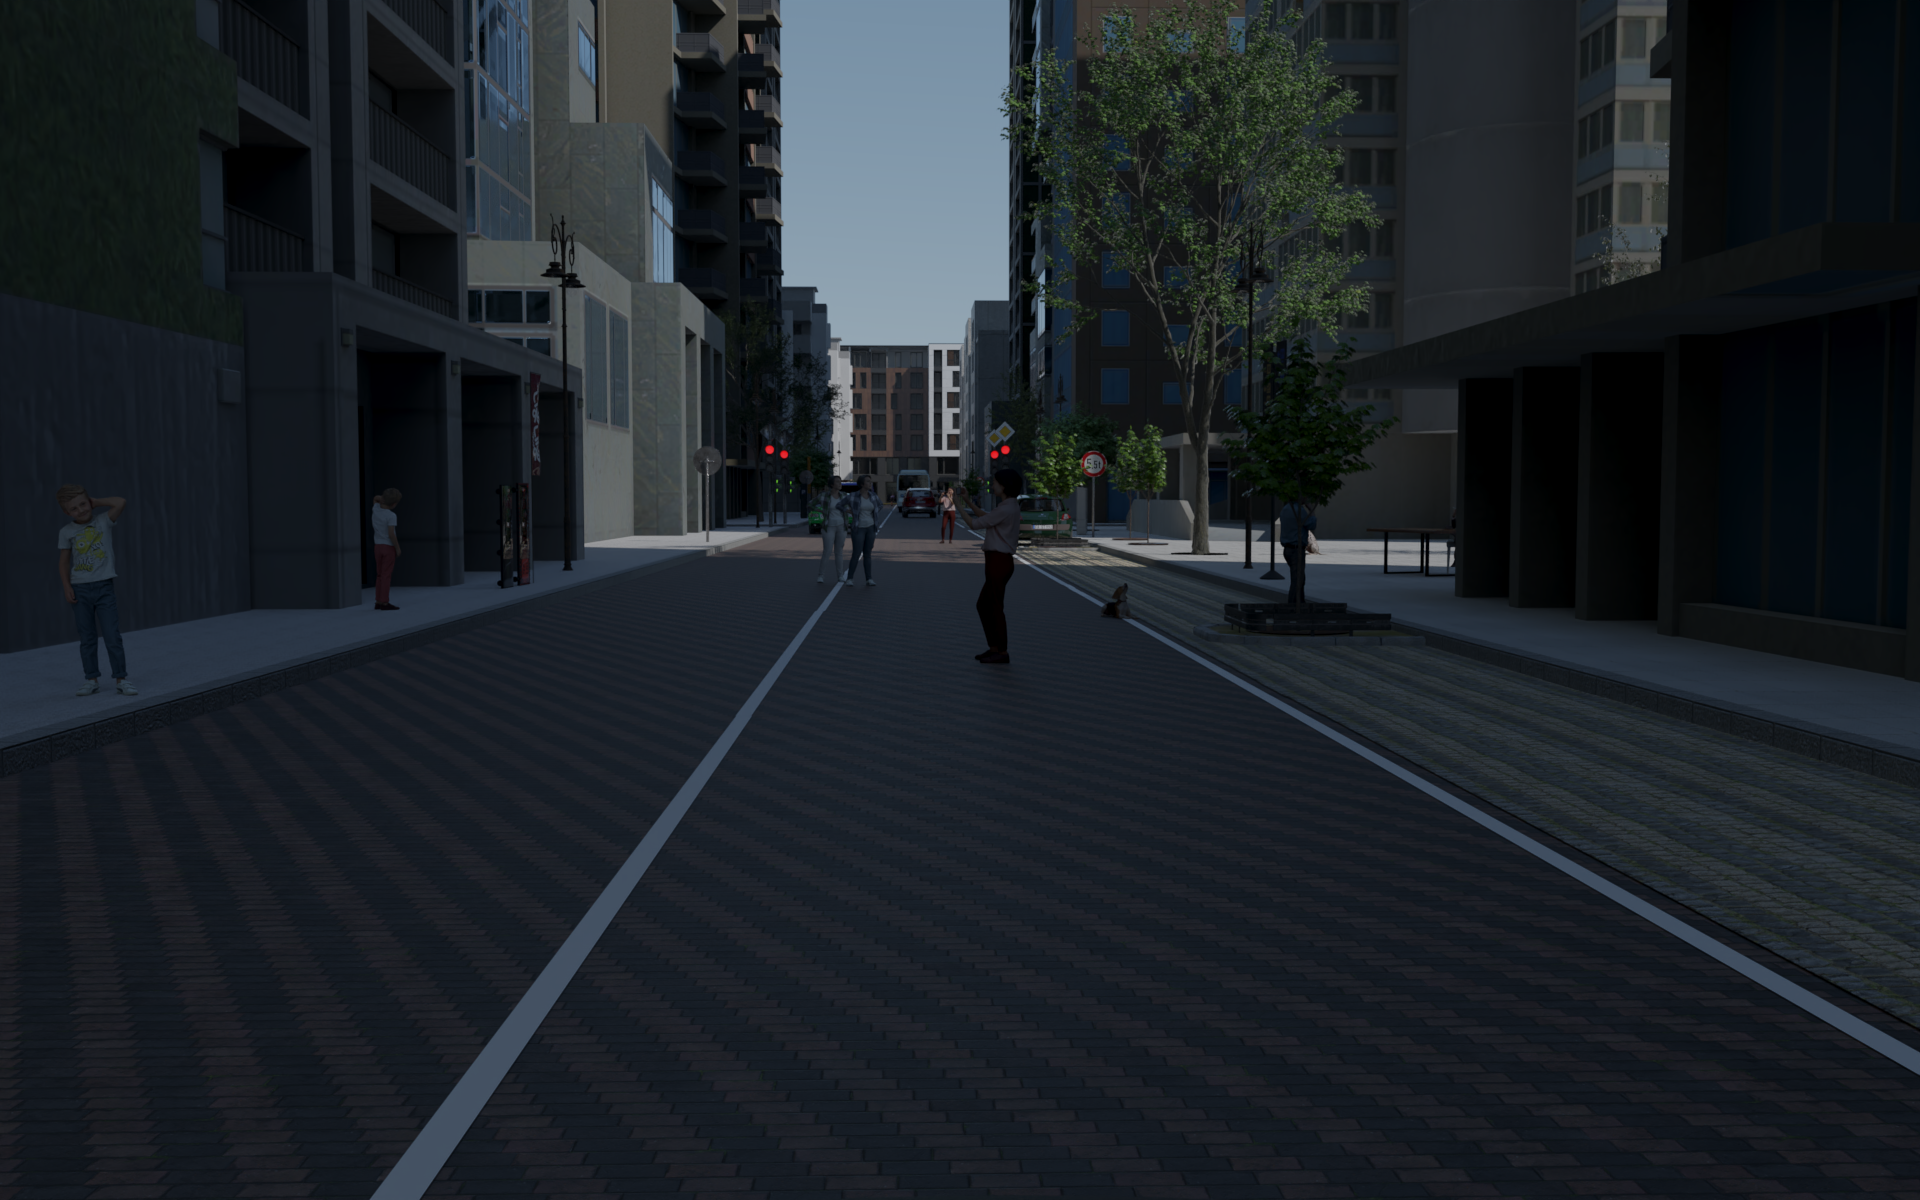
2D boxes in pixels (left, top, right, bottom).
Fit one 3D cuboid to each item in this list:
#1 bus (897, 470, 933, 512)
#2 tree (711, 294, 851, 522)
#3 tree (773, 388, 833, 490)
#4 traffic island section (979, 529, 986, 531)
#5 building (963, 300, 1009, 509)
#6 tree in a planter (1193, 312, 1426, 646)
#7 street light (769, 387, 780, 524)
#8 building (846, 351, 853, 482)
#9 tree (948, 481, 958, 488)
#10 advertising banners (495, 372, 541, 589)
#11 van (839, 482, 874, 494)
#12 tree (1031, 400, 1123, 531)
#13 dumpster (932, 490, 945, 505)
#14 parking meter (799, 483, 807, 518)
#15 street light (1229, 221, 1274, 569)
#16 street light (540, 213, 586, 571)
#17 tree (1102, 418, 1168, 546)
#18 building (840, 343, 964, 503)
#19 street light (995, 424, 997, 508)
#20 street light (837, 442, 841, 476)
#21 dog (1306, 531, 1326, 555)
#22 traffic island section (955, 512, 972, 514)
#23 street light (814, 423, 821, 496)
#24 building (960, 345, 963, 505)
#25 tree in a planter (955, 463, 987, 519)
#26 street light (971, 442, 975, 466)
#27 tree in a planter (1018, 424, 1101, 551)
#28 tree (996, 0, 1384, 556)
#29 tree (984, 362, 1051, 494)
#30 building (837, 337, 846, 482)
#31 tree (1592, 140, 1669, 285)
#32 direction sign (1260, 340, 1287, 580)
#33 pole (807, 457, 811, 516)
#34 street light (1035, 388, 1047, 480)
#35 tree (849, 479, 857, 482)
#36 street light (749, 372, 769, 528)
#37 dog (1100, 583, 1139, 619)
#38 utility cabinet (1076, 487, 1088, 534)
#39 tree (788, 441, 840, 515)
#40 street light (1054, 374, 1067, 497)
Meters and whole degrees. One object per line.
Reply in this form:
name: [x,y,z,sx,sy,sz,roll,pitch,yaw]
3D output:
bus: [-3.653,-8.817,139.025,2.948,3.499,13.247,0,4,-1]
tree: [-9.252,-8.924,80.320,8.767,10.594,7.601,-1,4,-9]
tree: [-10.892,-10.331,119.279,4.737,8.622,4.395,0,3,0]
traffic island section: [1.503,-3.228,75.066,2.009,0.180,2.903,0,4,-2]
building: [9.429,-18.371,166.820,16.747,18.905,31.486,0,4,-2]
tree in a planter: [3.368,-1.217,17.120,1.991,3.239,1.994,0,4,-2]
street light: [-8.007,-6.244,74.877,0.468,5.910,1.993,0,4,-2]
building: [-20.820,-21.413,206.523,16.016,20.091,11.380,0,4,-2]
tree: [-1.164,-14.249,227.569,1.663,3.219,1.824,0,3,0]
advertising banners: [-6.156,-1.720,24.305,0.090,3.025,2.074,0,4,3]
van: [-5.310,-5.093,87.657,2.240,2.365,5.245,0,4,-1]
tree: [4.104,-4.704,60.630,4.285,4.588,4.351,0,3,0]
dumpster: [-2.603,-11.630,198.363,1.865,1.857,1.264,0,4,-2]
parking meter: [-8.251,-5.234,91.293,0.399,1.863,0.255,0,4,0]
street light: [4.954,-3.475,29.596,0.468,5.910,1.993,0,4,-2]
street light: [-6.578,-3.430,28.864,0.468,5.910,1.993,0,4,-2]
tree: [4.804,-3.003,43.708,1.663,3.219,1.824,0,3,0]
building: [-6.829,-24.726,248.244,32.646,21.610,27.936,0,4,-2]
street light: [2.339,-8.554,112.653,0.468,5.910,1.993,0,4,-2]
street light: [-10.400,-10.787,149.162,0.468,5.910,1.993,0,4,-2]
dog: [7.430,-1.352,36.482,0.800,0.831,0.513,1,4,17]
traffic island section: [-0.165,-6.360,126.849,1.991,0.108,1.994,0,4,-2]
street light: [-9.210,-8.514,111.992,0.468,5.910,1.993,0,4,-2]
building: [8.817,-20.293,198.244,16.747,18.905,31.486,0,4,-2]
tree in a planter: [0.705,-6.275,99.824,1.991,3.239,1.994,0,4,-2]
street light: [1.101,-10.825,149.774,0.468,5.910,1.993,0,4,-2]
tree in a planter: [2.484,-2.864,44.049,1.991,3.239,1.994,0,4,-2]
tree: [4.924,-6.747,36.072,9.928,11.665,9.643,0,3,0]
tree: [3.533,-8.896,95.816,4.737,8.622,4.395,0,3,0]
building: [-21.396,-20.708,194.989,16.016,20.091,11.380,0,4,-2]
tree: [14.941,-5.161,34.750,4.360,8.622,3.978,0,3,0]
direction sign: [4.702,-2.077,25.964,0.379,3.537,0.876,-1,4,-11]
pole: [-8.211,-6.137,94.188,0.158,3.312,0.155,0,3,0]
street light: [3.513,-6.308,75.930,0.468,5.910,1.993,0,4,-2]
tree: [-12.115,-12.520,199.299,1.663,3.219,1.824,0,3,0]
street light: [-7.691,-5.683,65.708,0.468,5.910,1.993,0,4,-2]
dog: [1.889,0.003,20.152,0.550,0.427,0.748,1,4,21]
utility cabinet: [3.879,-2.826,54.887,0.318,1.500,1.173,0,4,7]
tree: [-9.104,-7.549,107.142,4.285,4.588,4.351,0,3,0]
street light: [3.862,-5.742,66.675,0.468,5.910,1.993,0,4,-2]
